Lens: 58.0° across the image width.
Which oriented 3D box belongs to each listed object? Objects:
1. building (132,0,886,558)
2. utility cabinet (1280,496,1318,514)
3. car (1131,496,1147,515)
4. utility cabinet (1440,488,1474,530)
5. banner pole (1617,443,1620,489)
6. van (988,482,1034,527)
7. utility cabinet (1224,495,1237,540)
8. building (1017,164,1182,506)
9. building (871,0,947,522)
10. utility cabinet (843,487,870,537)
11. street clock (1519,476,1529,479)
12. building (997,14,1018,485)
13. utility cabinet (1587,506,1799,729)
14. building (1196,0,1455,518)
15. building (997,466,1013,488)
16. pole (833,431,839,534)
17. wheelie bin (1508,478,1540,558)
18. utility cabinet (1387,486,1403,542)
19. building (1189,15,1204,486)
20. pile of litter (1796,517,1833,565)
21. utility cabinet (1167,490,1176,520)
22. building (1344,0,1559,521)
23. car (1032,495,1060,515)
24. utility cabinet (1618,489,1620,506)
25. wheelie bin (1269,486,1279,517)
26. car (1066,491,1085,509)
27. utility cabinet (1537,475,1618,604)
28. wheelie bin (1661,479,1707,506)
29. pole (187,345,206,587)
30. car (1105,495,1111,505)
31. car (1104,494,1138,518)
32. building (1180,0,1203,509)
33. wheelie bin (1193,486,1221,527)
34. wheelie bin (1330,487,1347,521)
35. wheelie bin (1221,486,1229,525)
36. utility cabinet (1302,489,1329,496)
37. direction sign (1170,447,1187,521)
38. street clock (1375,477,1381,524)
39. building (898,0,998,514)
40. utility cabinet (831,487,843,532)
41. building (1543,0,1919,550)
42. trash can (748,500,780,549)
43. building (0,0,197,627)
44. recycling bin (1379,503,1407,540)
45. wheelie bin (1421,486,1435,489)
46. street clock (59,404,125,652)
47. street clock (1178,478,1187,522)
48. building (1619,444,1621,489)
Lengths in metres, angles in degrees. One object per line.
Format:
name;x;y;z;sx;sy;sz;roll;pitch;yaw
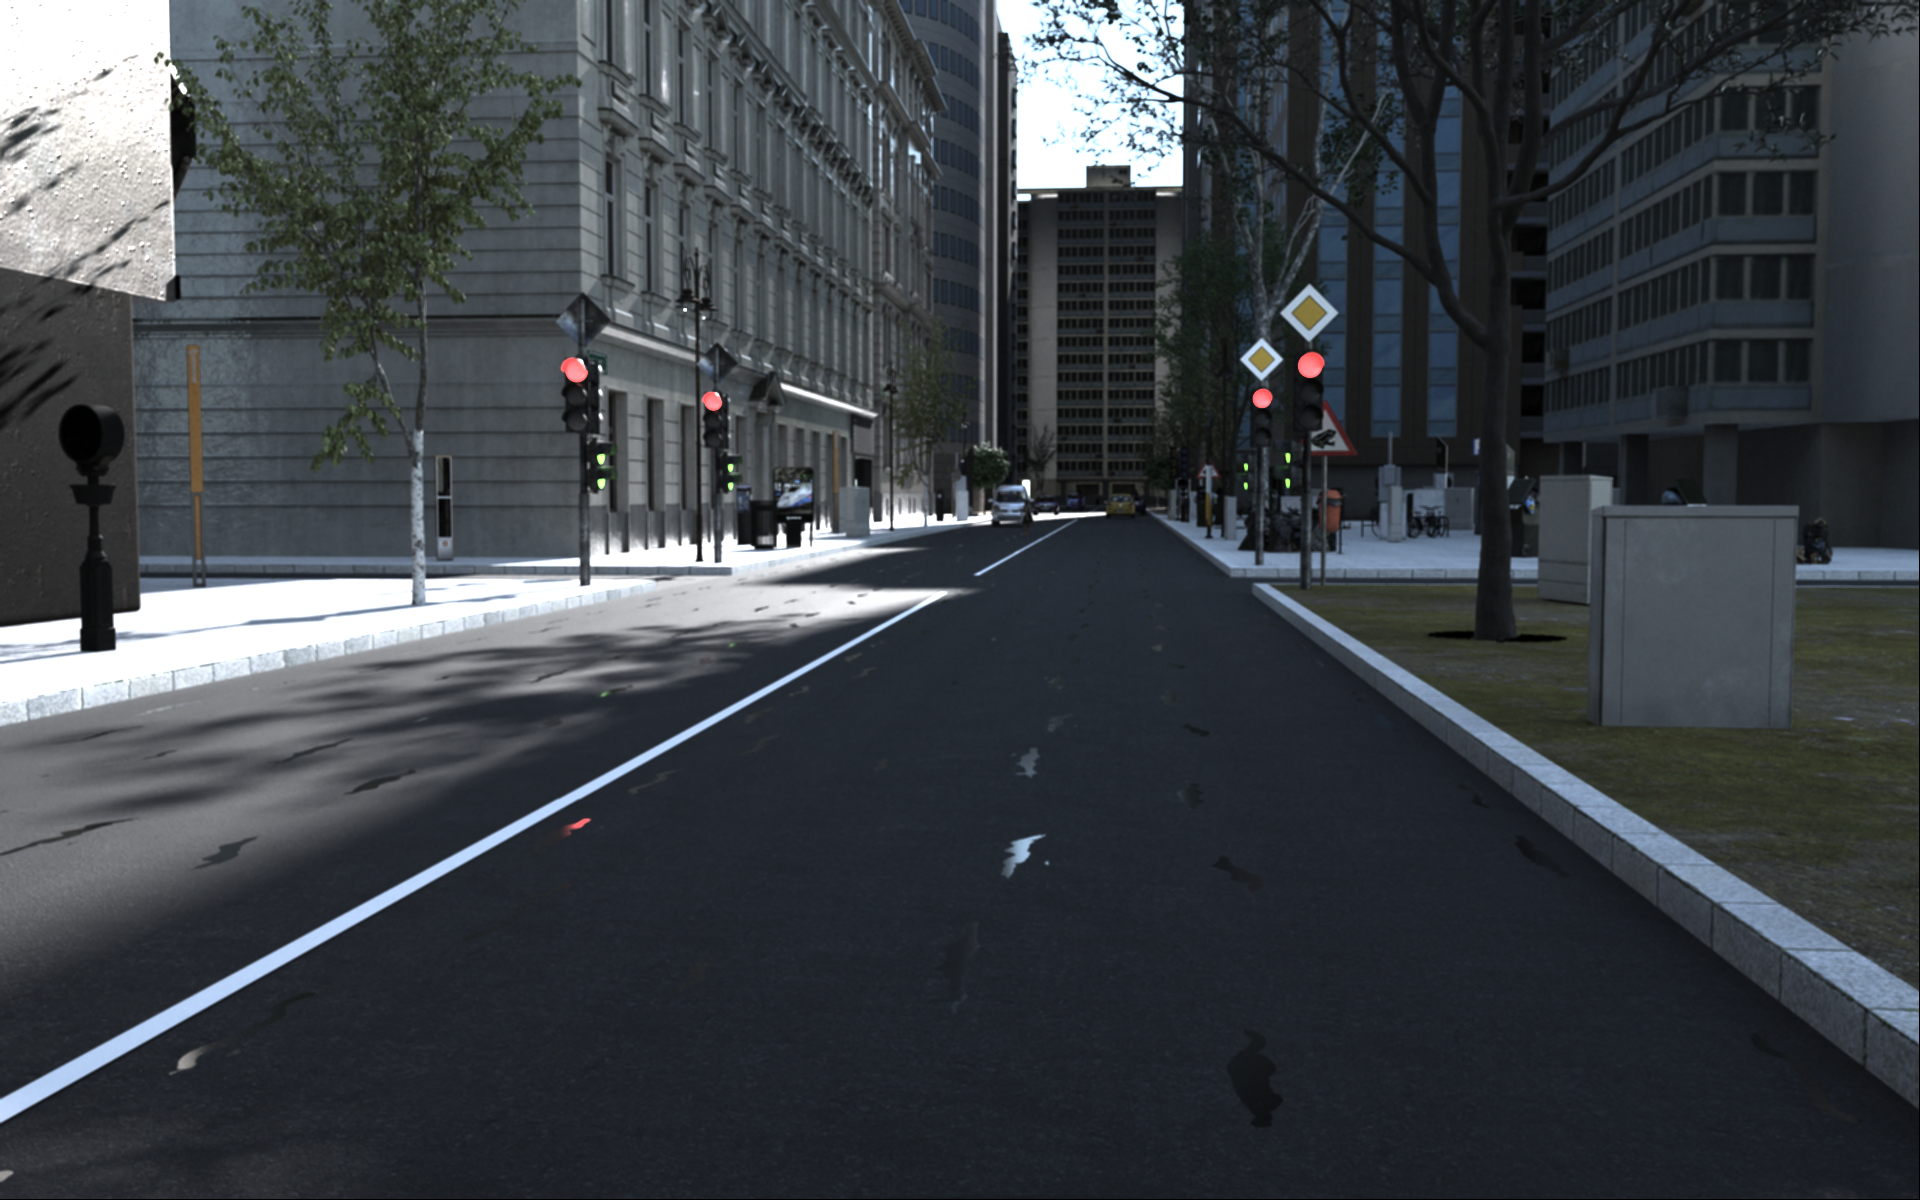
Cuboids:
building;-13.407;-17.104;56.058;17.030;29.872;44.131;0;4;5
utility cabinet;9.237;-2.201;47.140;1.020;1.237;0.306;1;4;12
car;11.711;-6.407;117.341;1.945;1.354;3.894;0;4;4
utility cabinet;17.620;-3.230;61.487;1.173;1.500;0.318;3;4;39
banner pole;29.822;-5.412;78.497;0.401;3.779;0.863;1;4;20
van;2.290;-4.289;77.137;2.013;2.044;4.112;0;4;4
utility cabinet;7.558;-2.277;48.384;0.306;1.237;1.020;0;4;5
building;17.591;-31.508;207.037;23.993;40.220;32.217;0;4;5
building;-8.674;-18.483;89.582;14.401;28.519;23.554;0;4;5
utility cabinet;-3.008;-2.605;51.275;0.318;1.500;1.173;1;4;19
street clock;22.257;-3.902;68.371;0.358;2.002;0.471;3;5;45
building;-5.468;-33.459;170.751;21.600;48.544;21.300;0;4;5
utility cabinet;4.052;0.094;9.618;1.020;1.237;0.306;0;4;8
building;22.871;-28.241;111.855;14.600;45.320;14.200;0;4;5
building;-6.021;-43.244;145.289;20.563;71.187;20.611;0;4;5
pole;-4.019;-3.805;56.054;0.158;3.312;0.155;0;3;0
wheelie bin;11.470;-1.675;35.294;0.693;1.594;0.980;-1;4;-22
utility cabinet;11.673;-2.311;46.469;0.318;1.500;1.173;1;4;9
building;29.856;-31.435;133.563;23.786;49.044;30.456;0;4;5
pile of litter;15.601;-1.112;32.145;1.719;0.858;1.176;-3;5;-43
utility cabinet;10.452;-4.699;85.501;0.318;1.500;1.173;0;4;0
building;23.033;-26.786;88.060;14.600;45.320;14.200;0;4;5
car;5.919;-6.518;119.145;1.945;1.354;3.894;0;4;5
utility cabinet;25.964;-3.690;69.008;0.318;1.500;1.173;-2;4;-33
wheelie bin;12.036;-3.649;67.569;0.693;1.594;0.980;2;4;27
car;11.363;-9.817;170.099;1.945;1.707;3.694;0;4;7
utility cabinet;7.252;-0.718;20.420;0.318;1.500;1.173;-1;4;-9
wheelie bin;15.099;-1.731;36.214;0.980;1.594;0.693;-2;4;-28
pole;-10.522;-1.836;23.858;0.158;3.312;0.155;0;3;0
car;12.882;-7.976;142.416;2.014;1.417;4.499;0;4;7
car;9.592;-5.695;103.340;2.015;1.641;3.980;0;4;6
building;31.417;-37.953;162.536;21.231;58.520;28.212;0;4;5
wheelie bin;9.611;-3.662;67.779;0.980;1.594;0.693;1;4;12
wheelie bin;17.741;-4.499;81.459;0.980;1.594;0.693;-1;4;-21
wheelie bin;10.814;-3.846;70.793;0.980;1.594;0.693;-3;4;-38
utility cabinet;16.392;-4.361;79.976;1.173;1.500;0.318;2;4;30
direction sign;10.518;-5.594;83.462;0.876;3.537;0.379;2;4;26
street clock;17.915;-4.248;74.018;0.358;2.002;0.471;0;4;-7
building;-8.859;-35.424;121.173;21.231;58.520;28.212;0;4;5
utility cabinet;-3.735;-3.001;57.744;1.173;1.500;0.318;-3;5;-40
building;30.165;-21.668;46.146;23.993;40.220;32.217;0;4;5
trash can;-4.568;-1.755;40.348;0.748;1.137;0.748;0;3;0
building;-17.796;-8.969;14.097;16.811;18.784;16.820;0;4;5
recycling bin;12.220;-2.225;48.932;0.722;1.027;0.722;1;4;10
wheelie bin;18.366;-3.686;68.178;0.980;1.594;0.693;-2;4;-28
street clock;-7.064;-0.585;14.137;0.471;2.002;0.358;1;4;21
street clock;10.261;-4.580;79.452;0.471;2.002;0.358;3;5;42
building;61.659;-44.422;164.556;20.611;71.187;20.563;0;4;5
